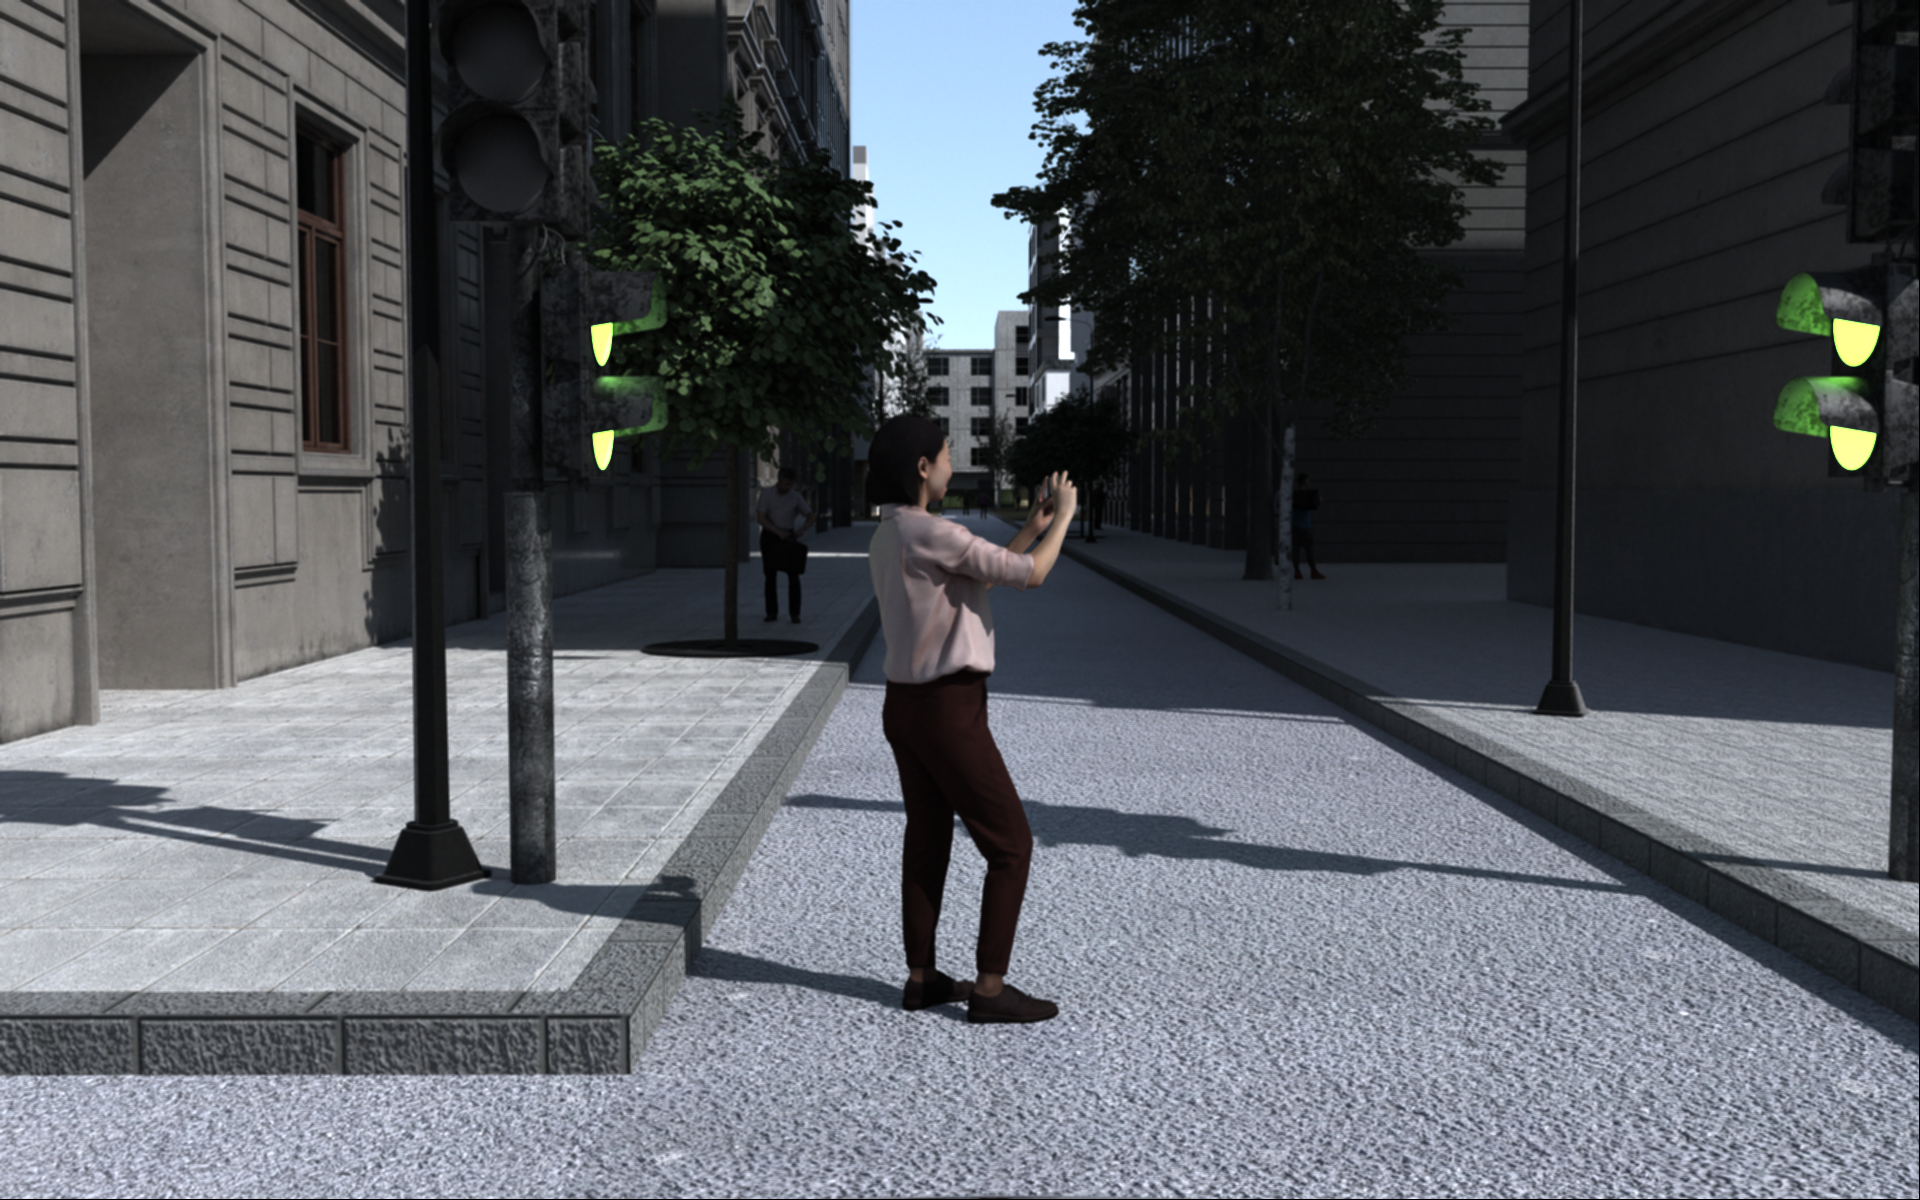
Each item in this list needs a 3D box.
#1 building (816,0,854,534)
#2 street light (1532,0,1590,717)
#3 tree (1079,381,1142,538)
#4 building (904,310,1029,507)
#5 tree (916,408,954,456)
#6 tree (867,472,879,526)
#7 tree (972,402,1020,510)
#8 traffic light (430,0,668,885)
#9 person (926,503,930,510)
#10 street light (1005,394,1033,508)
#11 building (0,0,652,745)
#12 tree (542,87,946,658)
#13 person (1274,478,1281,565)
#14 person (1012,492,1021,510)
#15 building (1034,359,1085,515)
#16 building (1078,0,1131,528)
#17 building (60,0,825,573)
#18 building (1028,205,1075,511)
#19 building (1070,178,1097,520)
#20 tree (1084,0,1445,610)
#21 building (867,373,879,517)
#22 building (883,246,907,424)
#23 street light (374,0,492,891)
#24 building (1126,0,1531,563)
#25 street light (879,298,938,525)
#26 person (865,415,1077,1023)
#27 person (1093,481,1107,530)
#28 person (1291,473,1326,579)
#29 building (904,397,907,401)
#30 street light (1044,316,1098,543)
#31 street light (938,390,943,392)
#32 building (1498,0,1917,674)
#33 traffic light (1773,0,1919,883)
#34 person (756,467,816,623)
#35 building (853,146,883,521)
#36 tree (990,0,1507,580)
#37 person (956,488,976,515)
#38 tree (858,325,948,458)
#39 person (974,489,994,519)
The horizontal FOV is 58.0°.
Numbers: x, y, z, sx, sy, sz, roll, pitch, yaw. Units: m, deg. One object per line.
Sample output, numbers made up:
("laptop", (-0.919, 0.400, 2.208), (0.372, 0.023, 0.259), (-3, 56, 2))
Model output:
("building", (-10.244, -14.765, 59.423), (12.078, 24.808, 19.932), (0, 4, 0))
("street light", (2.973, -2.288, 9.949), (1.470, 5.913, 1.316), (0, 4, 0))
("tree", (3.620, -4.084, 50.491), (4.285, 4.588, 4.351), (0, 3, 0))
("building", (3.657, -18.892, 175.334), (31.486, 18.905, 16.747), (0, 4, 0))
("tree", (-2.716, -11.563, 139.423), (4.737, 8.622, 4.395), (0, 3, 0))
("tree", (-2.736, -4.569, 69.307), (1.663, 3.219, 1.824), (0, 3, 0))
("tree", (3.164, -11.431, 137.257), (4.360, 8.622, 3.978), (0, 3, 0))
("traffic light", (-1.399, -1.002, 5.634), (0.839, 4.213, 0.868), (0, 4, 0))
("person", (-2.470, -7.885, 135.647), (1.217, 1.739, 0.721), (3, 5, 44))
("street light", (2.817, -6.622, 80.811), (1.470, 5.913, 1.316), (0, 4, 0))
("building", (-9.886, -11.114, 17.876), (11.583, 22.565, 21.152), (0, 4, 0))
("tree", (-1.847, -1.855, 14.036), (4.285, 4.588, 4.351), (0, 3, 0))
("person", (5.866, -1.428, 31.451), (0.319, 1.574, 0.516), (2, 4, 25))
("person", (4.474, -7.822, 137.161), (0.697, 1.427, 0.421), (1, 4, 10))
("building", (9.795, -10.150, 108.092), (9.099, 9.664, 28.070), (0, 4, 0))
("building", (11.035, -14.808, 70.995), (11.050, 23.489, 19.941), (0, 4, 0))
("building", (-9.035, -12.406, 38.991), (11.583, 22.565, 21.152), (0, 4, 0))
("building", (19.267, -17.987, 138.061), (27.936, 21.610, 32.646), (0, 4, 0))
("building", (13.741, -14.141, 87.623), (16.016, 20.091, 11.380), (0, 4, 0))
("tree", (3.555, -4.208, 19.159), (4.737, 8.622, 4.395), (0, 3, 0))
("building", (-9.411, -10.081, 106.971), (9.099, 9.664, 28.070), (0, 4, 0))
("building", (-11.894, -16.520, 126.520), (16.016, 20.091, 11.380), (0, 4, 0))
("street light", (-1.214, -2.021, 5.588), (1.470, 5.913, 1.316), (0, 4, 0))
("building", (11.397, -16.420, 45.962), (11.434, 29.767, 29.804), (0, 4, 0))
("street light", (-1.328, -4.198, 41.172), (1.470, 5.913, 1.316), (0, 4, 0))
("person", (0.034, 0.314, 4.825), (0.566, 1.644, 0.517), (1, 4, 15))
("person", (5.069, -3.409, 62.465), (0.565, 1.739, 0.600), (3, 4, 36))
("person", (5.218, -1.109, 26.041), (0.647, 1.594, 0.662), (3, 5, 41))
("building", (-18.568, -12.733, 150.329), (28.070, 9.664, 9.099), (0, 4, 0))
("street light", (2.902, -4.455, 45.380), (1.470, 5.913, 1.316), (0, 4, 0))
("street light", (-1.440, -6.393, 77.068), (1.470, 5.913, 1.316), (0, 4, 0))
("building", (17.774, -13.838, 13.643), (23.554, 28.519, 14.401), (0, 4, 0))
("traffic light", (3.162, -1.004, 5.666), (0.839, 4.213, 0.868), (0, 4, 0))
("person", (-1.736, -0.555, 17.337), (0.614, 1.554, 0.590), (-1, 4, -15))
("building", (-12.256, -14.100, 86.953), (16.016, 20.091, 11.380), (0, 4, 0))
("tree", (4.336, -6.603, 26.091), (7.486, 12.596, 7.792), (0, 3, 0))
("person", (0.419, -6.714, 118.292), (1.348, 1.821, 0.705), (0, 4, -2))
("tree", (-2.459, -7.511, 73.175), (4.360, 8.622, 3.978), (0, 3, 0))
("person", (1.407, -5.633, 101.275), (1.217, 1.739, 0.721), (-1, 4, -19))
